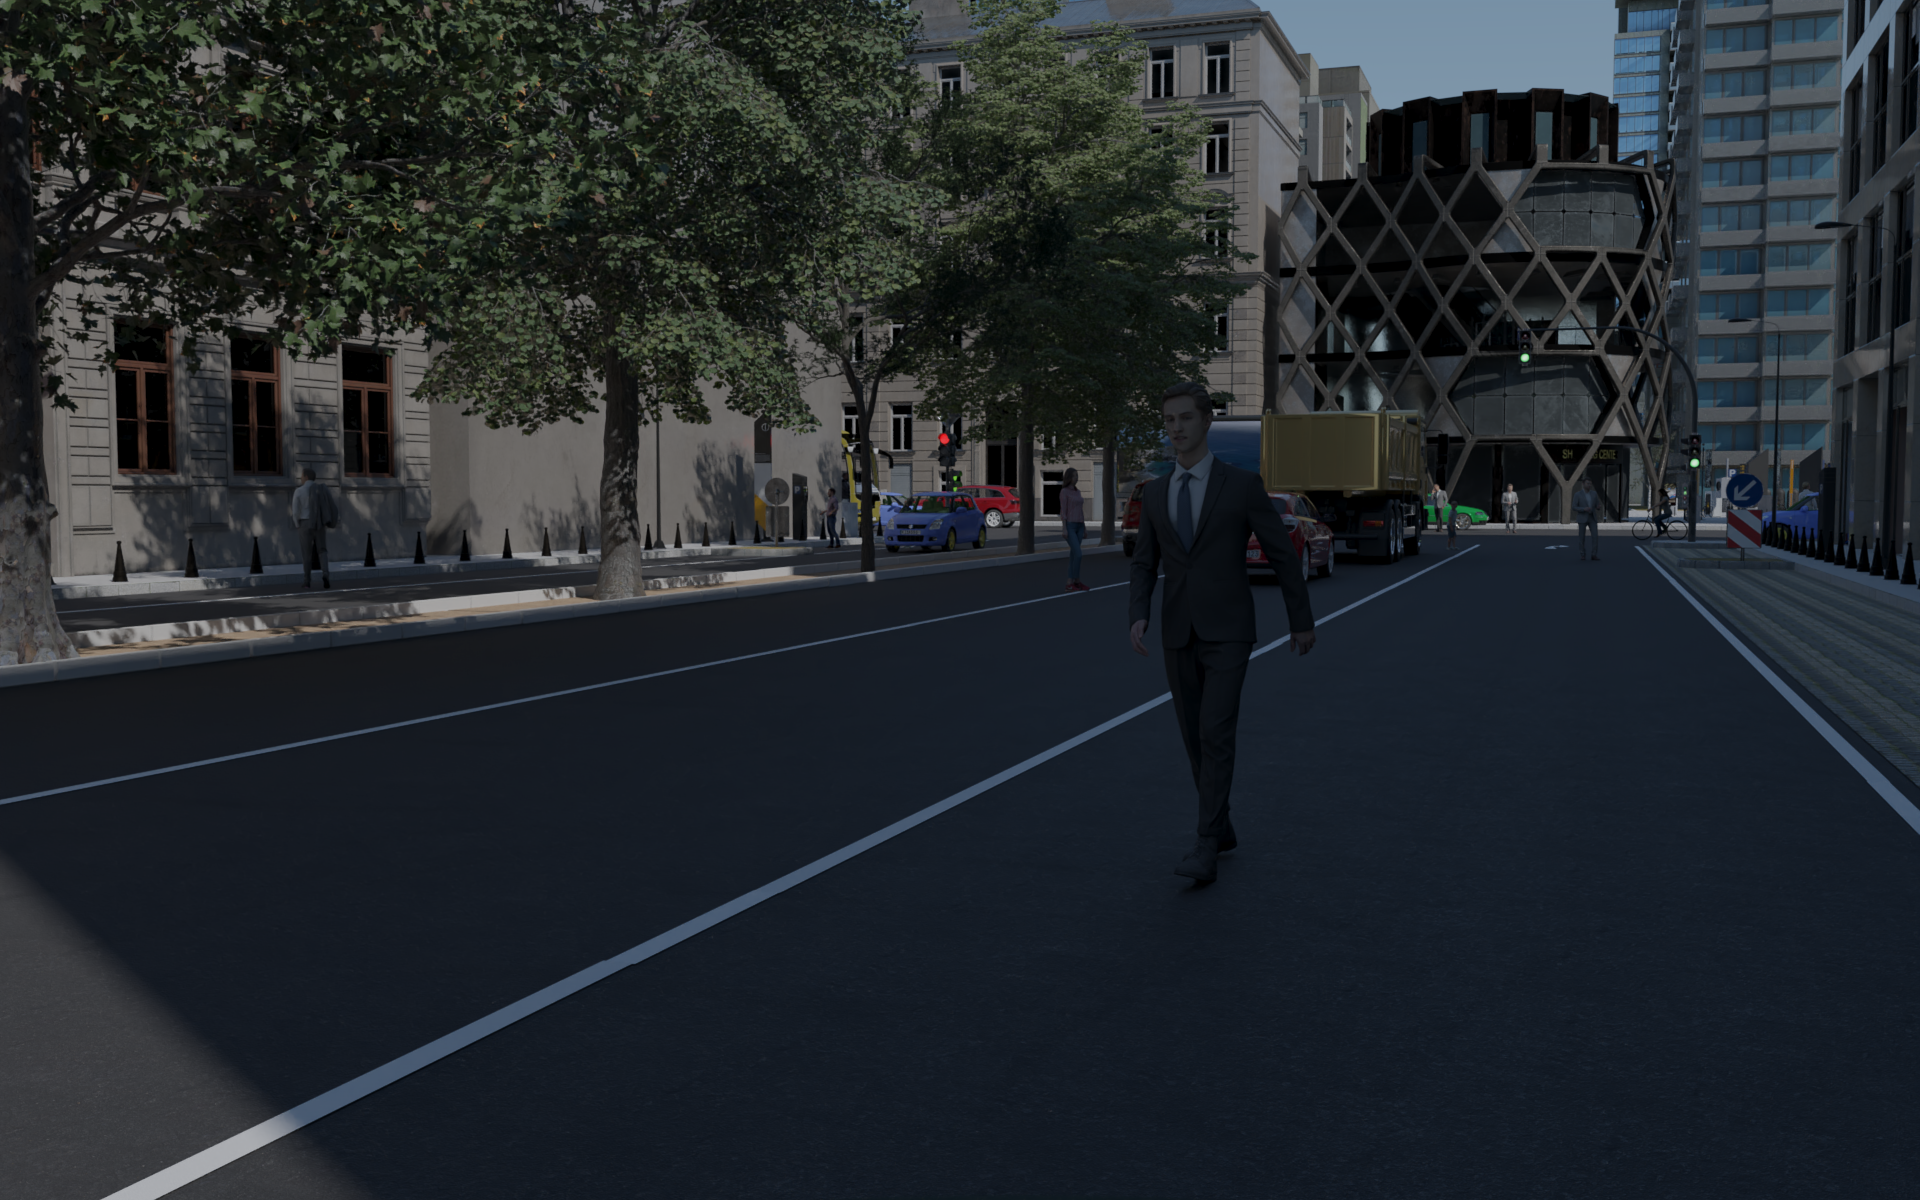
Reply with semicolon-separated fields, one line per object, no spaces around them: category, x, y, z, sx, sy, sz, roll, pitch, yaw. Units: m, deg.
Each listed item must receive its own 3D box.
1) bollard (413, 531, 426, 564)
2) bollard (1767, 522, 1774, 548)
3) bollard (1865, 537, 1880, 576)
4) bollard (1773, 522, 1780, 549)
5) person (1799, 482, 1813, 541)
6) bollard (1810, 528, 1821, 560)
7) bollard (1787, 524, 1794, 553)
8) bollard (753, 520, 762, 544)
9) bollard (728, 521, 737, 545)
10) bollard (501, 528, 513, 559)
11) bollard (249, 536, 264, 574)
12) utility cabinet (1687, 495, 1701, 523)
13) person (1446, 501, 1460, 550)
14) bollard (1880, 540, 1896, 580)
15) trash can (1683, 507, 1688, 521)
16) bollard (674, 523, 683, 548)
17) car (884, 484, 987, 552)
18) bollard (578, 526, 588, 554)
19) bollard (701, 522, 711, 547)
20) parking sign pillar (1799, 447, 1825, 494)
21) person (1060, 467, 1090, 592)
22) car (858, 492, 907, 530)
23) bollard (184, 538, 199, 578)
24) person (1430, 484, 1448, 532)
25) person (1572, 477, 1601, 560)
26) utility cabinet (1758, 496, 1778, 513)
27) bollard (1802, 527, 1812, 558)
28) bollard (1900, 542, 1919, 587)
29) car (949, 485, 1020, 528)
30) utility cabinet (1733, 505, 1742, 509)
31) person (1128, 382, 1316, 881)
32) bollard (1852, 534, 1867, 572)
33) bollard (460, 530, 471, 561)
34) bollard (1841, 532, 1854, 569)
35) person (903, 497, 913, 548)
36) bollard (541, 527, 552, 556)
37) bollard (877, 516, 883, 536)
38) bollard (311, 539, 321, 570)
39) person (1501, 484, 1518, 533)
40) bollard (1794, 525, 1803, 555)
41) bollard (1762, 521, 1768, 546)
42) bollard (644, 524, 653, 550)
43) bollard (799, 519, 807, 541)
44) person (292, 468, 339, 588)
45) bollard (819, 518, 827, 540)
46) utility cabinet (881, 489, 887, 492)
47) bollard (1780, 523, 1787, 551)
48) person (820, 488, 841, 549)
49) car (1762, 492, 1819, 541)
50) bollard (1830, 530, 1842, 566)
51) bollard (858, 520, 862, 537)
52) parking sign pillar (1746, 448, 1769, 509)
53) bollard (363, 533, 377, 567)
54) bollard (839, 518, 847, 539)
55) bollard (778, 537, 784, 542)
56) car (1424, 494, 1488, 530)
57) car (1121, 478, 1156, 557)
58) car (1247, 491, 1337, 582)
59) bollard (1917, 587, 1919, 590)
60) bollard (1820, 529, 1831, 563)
bollard;-9.935;-0.965;31.817;0.229;0.601;0.229;0;3;0
bollard;19.557;-1.558;41.509;0.229;0.601;0.229;0;3;0
bollard;14.406;-0.682;27.196;0.229;0.601;0.229;0;3;0
bollard;19.089;-1.478;40.210;0.229;0.601;0.229;0;3;0
person;25.139;-2.615;51.489;0.641;1.798;0.478;-2;4;-35
bollard;16.752;-1.081;33.710;0.229;0.601;0.229;0;3;0
bollard;18.154;-1.319;37.608;0.229;0.601;0.229;0;3;0
bollard;-5.253;-1.761;44.840;0.229;0.601;0.229;0;3;0
bollard;-5.722;-1.681;43.527;0.229;0.601;0.229;0;3;0
bollard;-9.000;-1.124;34.418;0.229;0.601;0.229;0;3;0
bollard;-11.341;-0.726;27.906;0.229;0.601;0.229;0;3;0
utility cabinet;33.177;-4.103;78.253;0.306;1.237;1.020;0;4;6
person;12.672;-1.915;44.497;0.332;1.250;0.352;-1;4;-12
bollard;13.940;-0.602;25.891;0.229;0.601;0.229;0;3;0
trash can;34.385;-4.272;81.502;0.748;1.137;0.748;0;3;0
bollard;-6.663;-1.522;40.925;0.229;0.601;0.229;0;3;0
car;-0.615;-2.083;43.652;1.945;1.707;3.694;1;4;19
bollard;-8.064;-1.283;37.019;0.229;0.601;0.229;0;3;0
bollard;-6.194;-1.601;42.223;0.229;0.601;0.229;0;3;0
parking sign pillar;48.582;-6.746;98.773;1.447;3.967;1.447;-2;4;-33
person;1.659;-1.033;25.402;0.388;1.821;0.555;2;4;30
car;-2.656;-3.529;67.286;3.694;1.707;1.945;1;4;19
bollard;-11.811;-0.646;26.608;0.229;0.601;0.229;0;3;0
person;18.020;-3.457;65.200;0.473;1.802;0.592;-2;4;-30
person;13.608;-1.761;37.498;0.606;1.804;0.583;-1;4;-8
utility cabinet;34.666;-3.867;74.384;0.306;1.237;1.020;0;4;-7
bollard;17.221;-1.160;35.009;0.229;0.601;0.229;0;3;0
bollard;13.471;-0.522;24.578;0.229;0.601;0.229;0;3;0
car;0.281;-3.984;73.815;5.304;1.827;2.281;1;4;18
utility cabinet;55.342;-7.026;123.550;1.173;1.500;0.318;0;4;3
person;0.909;0.106;6.540;0.659;1.850;0.755;2;4;34
bollard;14.877;-0.762;28.493;0.229;0.601;0.229;0;3;0
bollard;-9.468;-1.044;33.119;0.229;0.601;0.229;0;3;0
bollard;15.347;-0.842;29.801;0.229;0.601;0.229;0;3;0
person;-1.373;-2.050;45.933;0.435;1.345;0.340;3;5;44
bollard;-8.533;-1.204;35.720;0.229;0.601;0.229;0;3;0
bollard;-2.437;-2.240;52.661;0.229;0.601;0.229;0;3;0
bollard;-10.872;-0.805;29.206;0.229;0.601;0.229;0;3;0
person;20.156;-3.346;63.413;0.606;1.804;0.583;0;4;1
bollard;17.686;-1.240;36.309;0.229;0.601;0.229;0;3;0
bollard;20.024;-1.637;42.808;0.229;0.601;0.229;0;3;0
bollard;-7.129;-1.442;39.617;0.229;0.601;0.229;0;3;0
bollard;-4.315;-1.920;47.437;0.229;0.601;0.229;0;3;0
person;-9.806;-1.086;26.361;0.679;1.850;0.850;-3;4;-37
bollard;-3.850;-2.000;48.737;0.229;0.601;0.229;0;3;0
utility cabinet;-3.674;-4.501;82.264;0.318;1.500;1.173;0;4;3
bollard;18.622;-1.398;38.906;0.229;0.601;0.229;0;3;0
person;-3.346;-2.110;44.960;0.435;1.587;0.963;-2;4;-25
car;23.865;-2.353;48.069;3.694;1.707;1.945;1;4;20
bollard;15.818;-0.922;31.112;0.229;0.601;0.229;0;3;0
bollard;-2.914;-2.159;51.335;0.229;0.601;0.229;0;3;0
parking sign pillar;47.072;-6.970;102.434;1.447;3.967;1.447;-1;4;-10
bollard;-10.402;-0.885;30.518;0.229;0.601;0.229;0;3;0
bollard;-3.383;-2.079;50.036;0.229;0.601;0.229;0;3;0
bollard;-4.781;-1.841;46.138;0.229;0.601;0.229;0;3;0
car;18.751;-3.714;69.512;4.718;1.807;1.959;1;4;18
car;5.264;-1.971;40.891;2.281;1.827;5.304;1;4;19
car;5.139;-1.219;28.965;2.155;1.783;4.494;1;4;20
bollard;12.994;-0.442;23.271;0.229;0.601;0.229;0;3;0
bollard;16.289;-1.001;32.409;0.229;0.601;0.229;0;3;0
